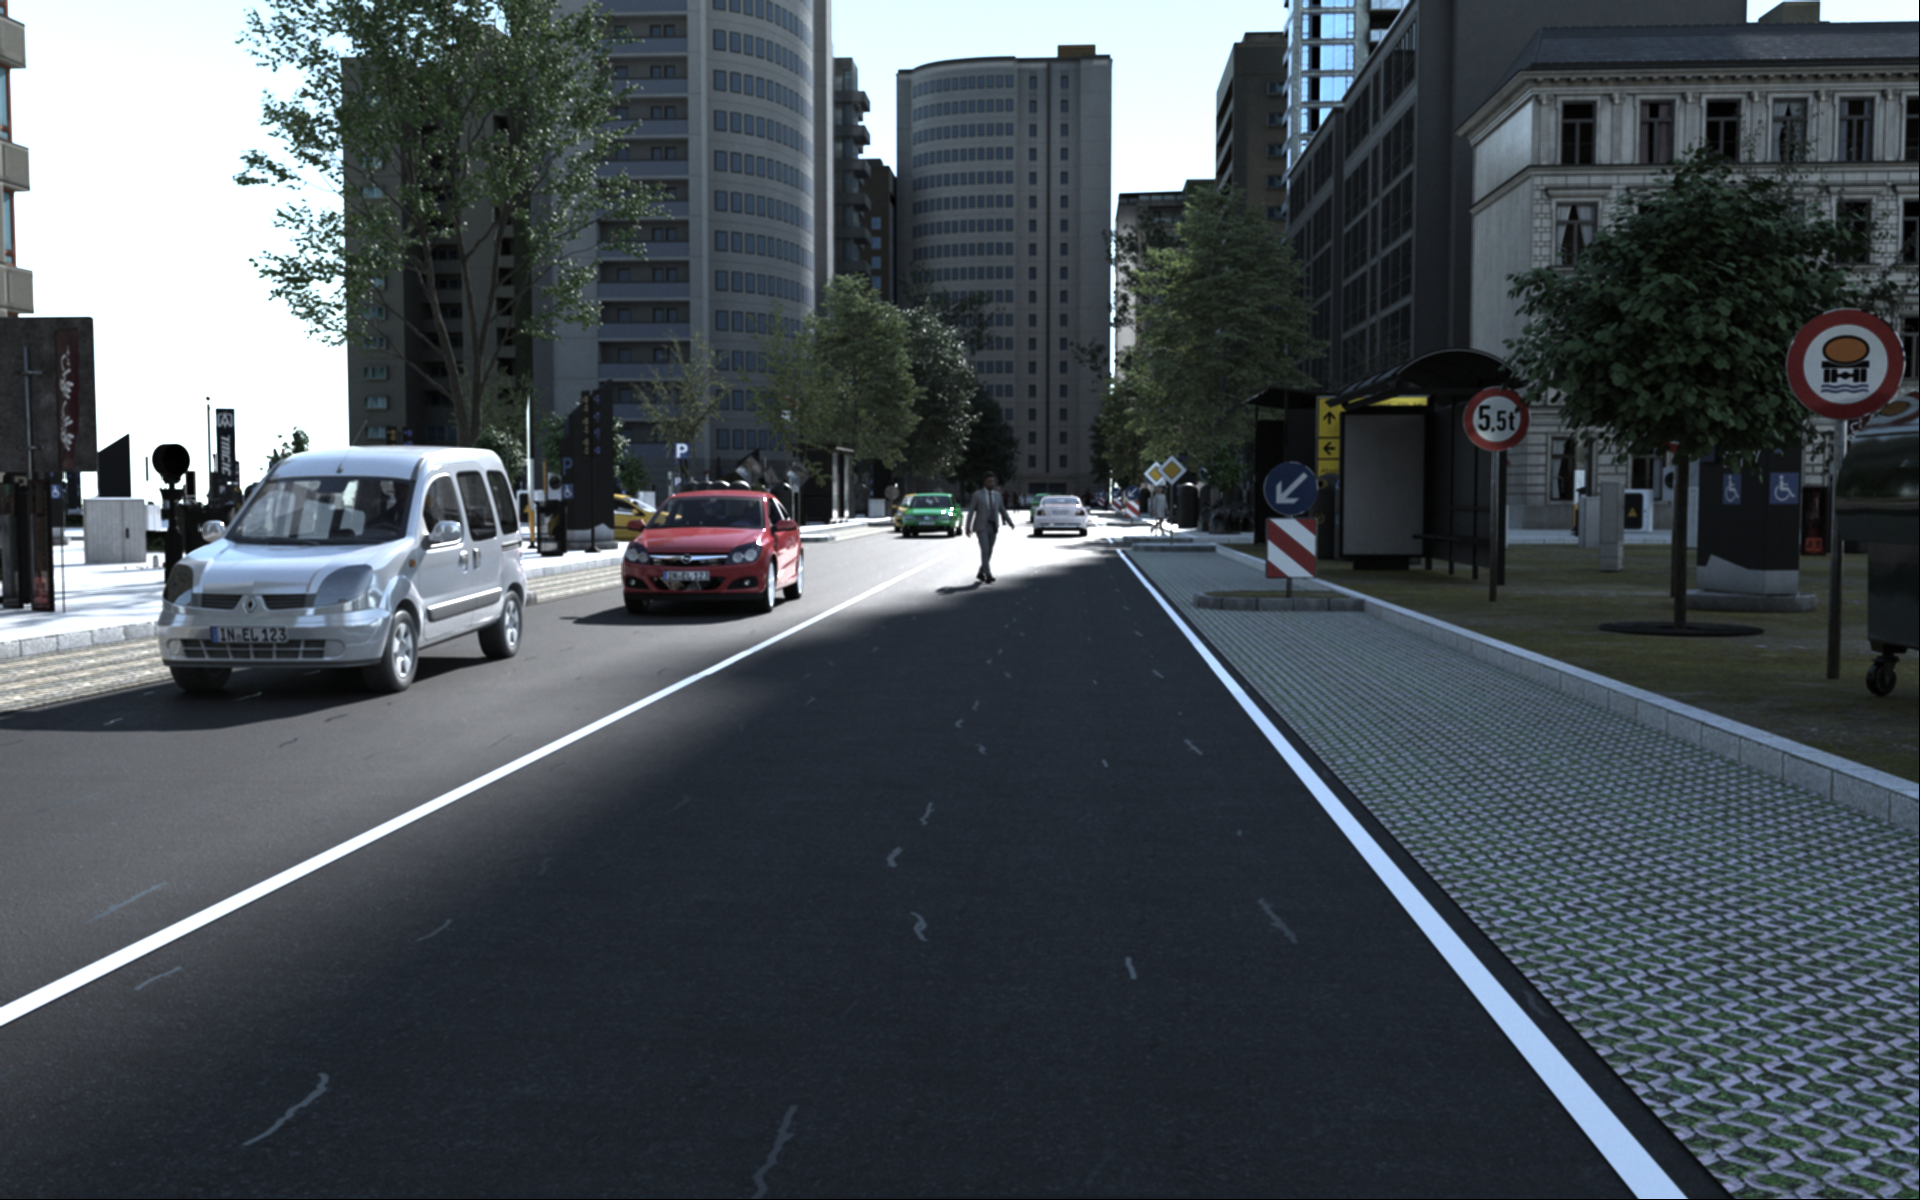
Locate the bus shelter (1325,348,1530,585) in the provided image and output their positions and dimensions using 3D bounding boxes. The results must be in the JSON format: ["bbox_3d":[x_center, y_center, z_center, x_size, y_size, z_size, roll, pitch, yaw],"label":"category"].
[{"bbox_3d":[7.047,-2.008,26.755,2.014,3.302,5.546,0,4,4],"label":"bus shelter"}]

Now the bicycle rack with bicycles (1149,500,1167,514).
[{"bbox_3d":[12.857,-5.586,104.715,2.925,0.926,2.852,0,4,-6],"label":"bicycle rack with bicycles"}]

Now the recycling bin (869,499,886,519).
[{"bbox_3d":[-4.365,-4.807,91.149,0.722,1.027,0.722,-2,4,-24],"label":"recycling bin"}]

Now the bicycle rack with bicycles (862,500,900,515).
[{"bbox_3d":[-4.424,-5.582,104.644,2.852,0.926,2.925,3,5,42],"label":"bicycle rack with bicycles"}]

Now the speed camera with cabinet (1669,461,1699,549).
[{"bbox_3d":[17.556,-2.869,41.237,0.660,3.252,2.038,2,4,35],"label":"speed camera with cabinet"}]

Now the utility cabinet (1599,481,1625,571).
[{"bbox_3d":[10.907,-1.239,28.935,0.318,1.500,1.173,2,4,25],"label":"utility cabinet"}]

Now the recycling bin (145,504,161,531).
[{"bbox_3d":[-20.086,-1.828,42.444,0.722,1.027,0.722,0,4,2],"label":"recycling bin"}]

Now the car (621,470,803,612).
[{"bbox_3d":[-3.115,-0.813,22.328,2.155,1.783,4.494,0,4,2],"label":"car"}]

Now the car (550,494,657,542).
[{"bbox_3d":[-9.394,-2.319,48.133,3.980,1.641,2.015,0,4,4],"label":"car"}]

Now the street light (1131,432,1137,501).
[{"bbox_3d":[12.702,-9.397,126.428,0.468,5.910,1.993,0,4,4],"label":"street light"}]

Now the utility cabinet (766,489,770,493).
[{"bbox_3d":[-8.146,-4.182,77.049,0.318,1.500,1.173,-3,5,-40],"label":"utility cabinet"}]

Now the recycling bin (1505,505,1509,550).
[{"bbox_3d":[12.220,-1.688,40.157,0.722,1.027,0.722,-1,4,-11],"label":"recycling bin"}]

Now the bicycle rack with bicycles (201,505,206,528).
[{"bbox_3d":[-24.704,-2.702,57.553,2.925,0.926,2.852,-1,4,-20],"label":"bicycle rack with bicycles"}]

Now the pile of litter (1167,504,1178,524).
[{"bbox_3d":[9.488,-3.682,74.161,1.176,0.858,1.719,0,4,1],"label":"pile of litter"}]

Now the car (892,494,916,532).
[{"bbox_3d":[-1.551,-3.457,66.741,2.015,1.641,3.980,0,4,4],"label":"car"}]

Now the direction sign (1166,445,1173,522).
[{"bbox_3d":[9.564,-5.309,78.794,0.379,3.537,0.876,1,4,20],"label":"direction sign"}]

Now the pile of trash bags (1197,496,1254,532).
[{"bbox_3d":[9.865,-3.011,58.981,3.447,1.369,1.912,0,4,-2],"label":"pile of trash bags"}]

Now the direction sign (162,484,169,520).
[{"bbox_3d":[-39.883,-5.806,86.919,0.379,3.537,0.876,-1,4,-19],"label":"direction sign"}]

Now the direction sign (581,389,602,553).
[{"bbox_3d":[-8.040,-2.804,37.845,0.379,3.537,0.876,-3,4,-39],"label":"direction sign"}]

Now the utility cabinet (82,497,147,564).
[{"bbox_3d":[-15.719,-1.287,32.212,1.020,1.237,0.306,-2,4,-34],"label":"utility cabinet"}]

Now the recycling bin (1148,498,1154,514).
[{"bbox_3d":[12.837,-6.207,114.039,0.722,1.027,0.722,2,4,29],"label":"recycling bin"}]

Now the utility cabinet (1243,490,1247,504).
[{"bbox_3d":[14.241,-4.712,85.725,1.173,1.500,0.318,-3,5,-43],"label":"utility cabinet"}]

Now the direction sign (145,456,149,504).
[{"bbox_3d":[-48.565,-6.821,103.514,0.379,3.537,0.876,-2,4,-34],"label":"direction sign"}]

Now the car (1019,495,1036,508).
[{"bbox_3d":[7.196,-10.237,179.731,2.083,1.381,4.827,0,4,4],"label":"car"}]

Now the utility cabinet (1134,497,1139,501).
[{"bbox_3d":[12.863,-7.015,123.372,1.173,1.500,0.318,-3,5,-43],"label":"utility cabinet"}]

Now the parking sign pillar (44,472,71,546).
[{"bbox_3d":[-23.012,-3.345,43.156,1.447,3.967,1.447,1,4,23],"label":"parking sign pillar"}]

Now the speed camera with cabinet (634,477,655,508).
[{"bbox_3d":[-19.319,-6.745,104.612,0.660,3.252,2.038,2,4,32],"label":"speed camera with cabinet"}]

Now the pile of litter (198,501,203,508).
[{"bbox_3d":[-46.792,-5.634,106.082,1.719,0.858,1.176,2,4,28],"label":"pile of litter"}]

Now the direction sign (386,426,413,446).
[{"bbox_3d":[-18.798,-4.048,58.178,0.876,3.537,0.379,-2,4,-30],"label":"direction sign"}]

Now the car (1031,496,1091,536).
[{"bbox_3d":[3.522,-2.943,60.477,2.083,1.381,4.827,0,4,4],"label":"car"}]

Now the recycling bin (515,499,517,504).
[{"bbox_3d":[-21.918,-4.464,85.547,0.722,1.027,0.722,-1,4,-14],"label":"recycling bin"}]

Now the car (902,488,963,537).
[{"bbox_3d":[-0.912,-3.057,58.771,1.959,1.807,4.718,0,4,5],"label":"car"}]

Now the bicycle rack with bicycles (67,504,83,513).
[{"bbox_3d":[-53.748,-5.670,106.093,2.925,0.926,2.852,-1,4,-11],"label":"bicycle rack with bicycles"}]

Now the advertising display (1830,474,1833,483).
[{"bbox_3d":[28.972,-3.170,57.045,0.974,1.923,0.123,-2,4,-30],"label":"advertising display"}]

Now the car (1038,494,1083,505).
[{"bbox_3d":[4.485,-4.135,77.390,2.009,1.686,4.222,0,4,2],"label":"car"}]

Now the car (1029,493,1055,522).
[{"bbox_3d":[4.524,-4.894,88.810,1.959,1.807,4.718,0,4,4],"label":"car"}]

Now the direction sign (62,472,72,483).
[{"bbox_3d":[-47.172,-6.072,91.278,0.379,3.537,0.876,1,4,20],"label":"direction sign"}]

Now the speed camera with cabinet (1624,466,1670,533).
[{"bbox_3d":[22.764,-3.826,56.884,2.038,3.252,0.660,2,4,35],"label":"speed camera with cabinet"}]

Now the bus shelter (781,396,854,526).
[{"bbox_3d":[-6.094,-5.856,73.379,2.179,5.291,8.768,0,4,4],"label":"bus shelter"}]

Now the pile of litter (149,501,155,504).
[{"bbox_3d":[-52.284,-5.969,111.564,1.719,0.858,1.176,-3,5,-42],"label":"pile of litter"}]

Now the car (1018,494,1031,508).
[{"bbox_3d":[6.995,-10.699,185.158,2.015,1.641,3.980,0,4,4],"label":"car"}]

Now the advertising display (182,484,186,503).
[{"bbox_3d":[-51.693,-6.762,115.777,0.123,1.923,0.974,0,4,-2],"label":"advertising display"}]

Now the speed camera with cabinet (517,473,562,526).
[{"bbox_3d":[-16.856,-4.623,69.926,2.038,3.252,0.660,1,4,13],"label":"speed camera with cabinet"}]

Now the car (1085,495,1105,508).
[{"bbox_3d":[12.838,-9.256,163.909,1.945,1.354,3.894,0,4,2],"label":"car"}]

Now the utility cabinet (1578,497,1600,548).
[{"bbox_3d":[15.327,-1.852,41.447,1.020,1.237,0.306,-1,4,-13],"label":"utility cabinet"}]

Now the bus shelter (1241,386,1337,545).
[{"bbox_3d":[7.763,-3.027,40.769,1.731,3.624,6.357,0,4,4],"label":"bus shelter"}]

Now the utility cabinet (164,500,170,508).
[{"bbox_3d":[-48.626,-5.985,106.530,0.318,1.500,1.173,-1,4,-8],"label":"utility cabinet"}]

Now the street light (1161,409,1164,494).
[{"bbox_3d":[10.228,-7.030,87.724,0.468,5.910,1.993,0,4,4],"label":"street light"}]
